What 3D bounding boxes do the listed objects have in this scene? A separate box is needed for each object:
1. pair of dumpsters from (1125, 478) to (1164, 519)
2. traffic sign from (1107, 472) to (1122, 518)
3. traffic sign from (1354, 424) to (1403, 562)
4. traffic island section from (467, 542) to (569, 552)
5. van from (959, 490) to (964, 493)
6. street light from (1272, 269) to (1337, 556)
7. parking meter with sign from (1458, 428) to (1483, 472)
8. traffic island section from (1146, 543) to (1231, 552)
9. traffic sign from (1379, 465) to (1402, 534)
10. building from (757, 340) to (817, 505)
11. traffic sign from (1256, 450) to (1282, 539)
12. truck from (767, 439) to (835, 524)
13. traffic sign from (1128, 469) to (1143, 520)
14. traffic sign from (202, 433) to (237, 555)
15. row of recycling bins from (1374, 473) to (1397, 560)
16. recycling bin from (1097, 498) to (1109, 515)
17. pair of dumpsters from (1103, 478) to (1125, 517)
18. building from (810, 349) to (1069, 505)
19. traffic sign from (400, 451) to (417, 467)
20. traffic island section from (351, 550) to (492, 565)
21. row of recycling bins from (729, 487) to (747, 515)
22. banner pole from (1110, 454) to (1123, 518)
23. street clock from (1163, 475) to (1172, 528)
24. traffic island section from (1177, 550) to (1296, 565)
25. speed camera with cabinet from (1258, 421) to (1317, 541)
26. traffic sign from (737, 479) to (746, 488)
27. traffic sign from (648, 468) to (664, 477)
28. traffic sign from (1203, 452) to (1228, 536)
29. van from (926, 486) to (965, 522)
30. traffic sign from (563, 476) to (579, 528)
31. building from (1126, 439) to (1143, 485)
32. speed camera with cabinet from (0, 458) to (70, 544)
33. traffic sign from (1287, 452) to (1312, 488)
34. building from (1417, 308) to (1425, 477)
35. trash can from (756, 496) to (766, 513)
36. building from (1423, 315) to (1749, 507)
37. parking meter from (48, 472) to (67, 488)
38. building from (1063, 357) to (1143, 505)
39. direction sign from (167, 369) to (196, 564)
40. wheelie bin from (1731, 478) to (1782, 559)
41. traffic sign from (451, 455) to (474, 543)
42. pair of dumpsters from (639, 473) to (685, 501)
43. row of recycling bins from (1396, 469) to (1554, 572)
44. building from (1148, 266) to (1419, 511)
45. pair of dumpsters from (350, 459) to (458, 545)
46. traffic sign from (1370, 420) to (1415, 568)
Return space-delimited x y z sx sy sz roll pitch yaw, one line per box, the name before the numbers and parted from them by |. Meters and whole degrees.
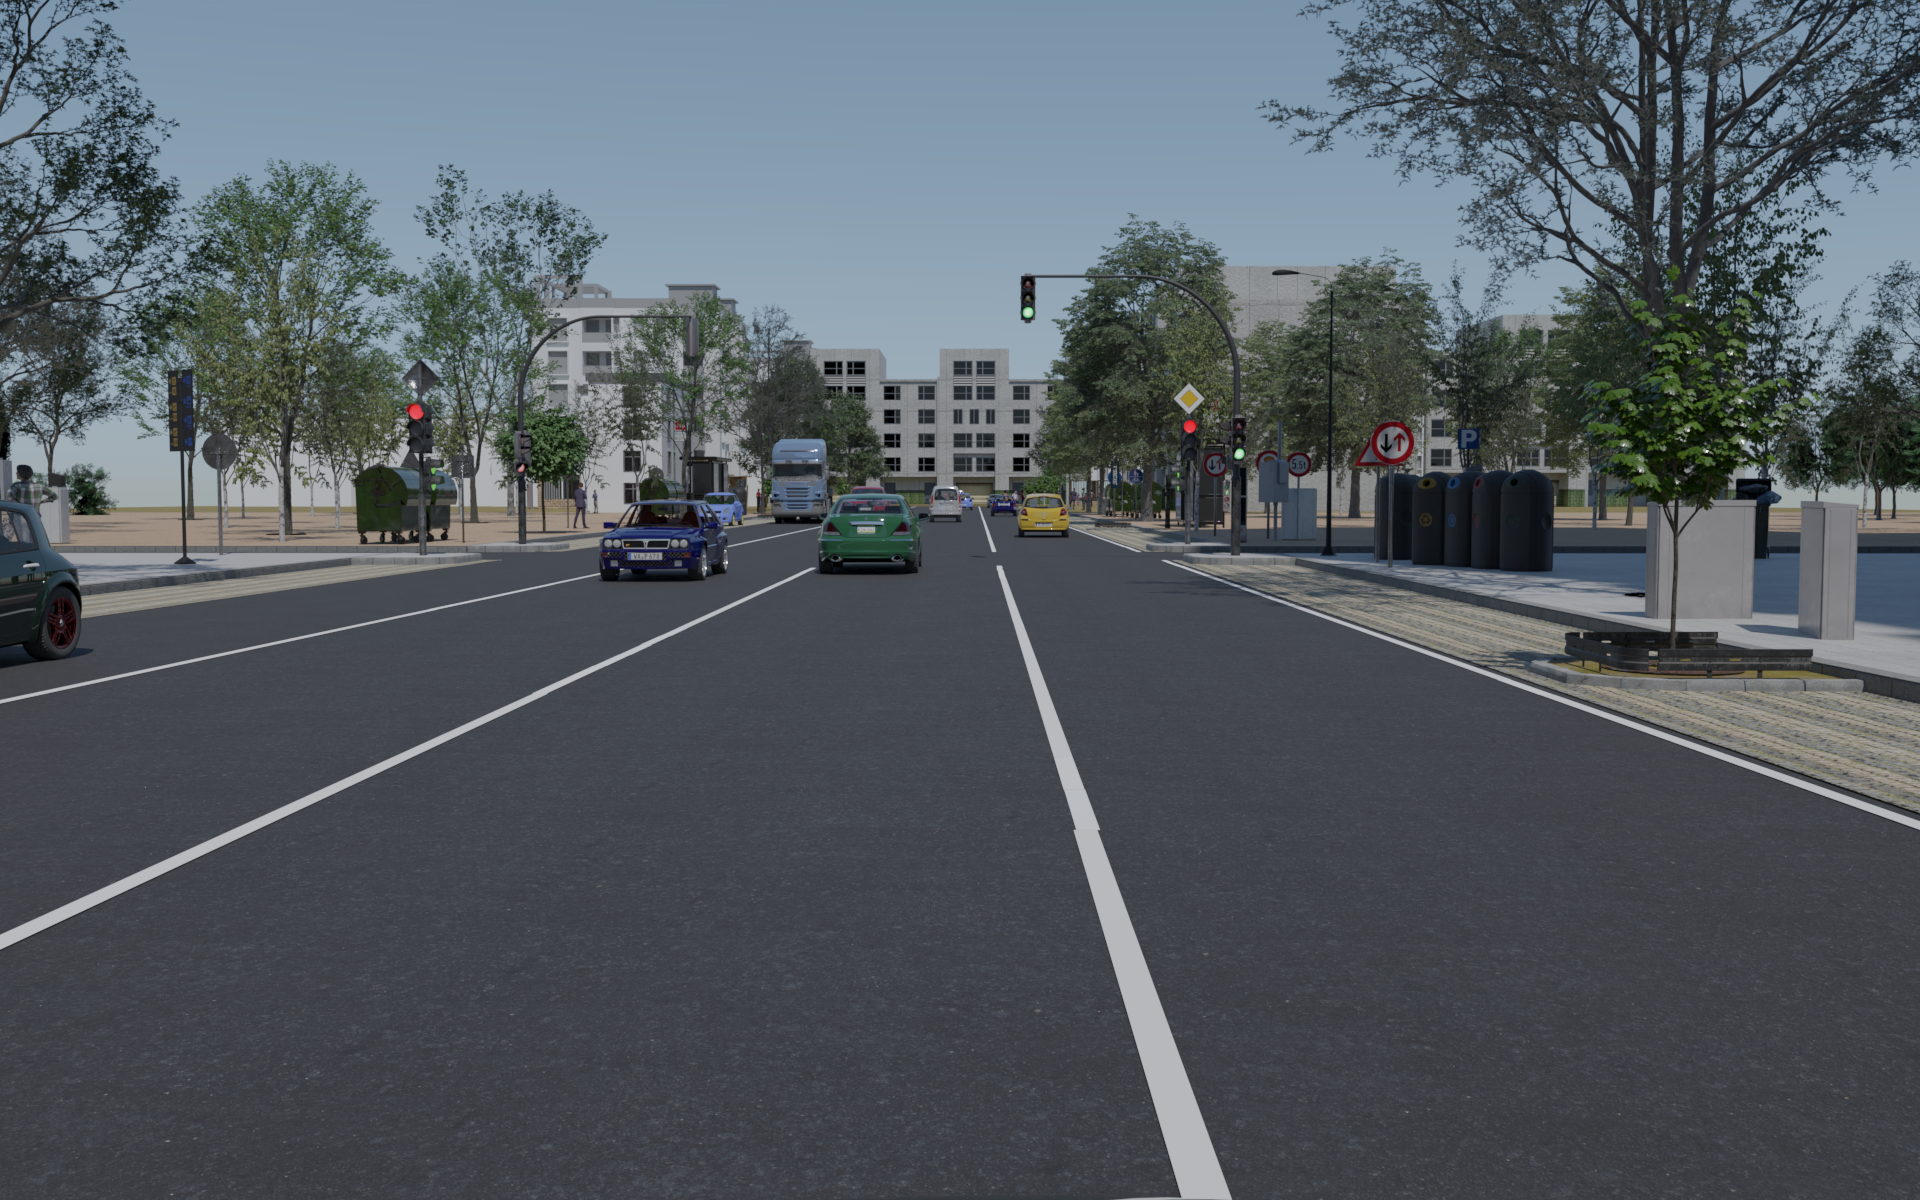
pair of dumpsters | 9.898 -5.481 92.110 1.574 2.255 4.437 0 4 1
traffic sign | 8.307 -5.690 93.133 0.768 2.556 0.104 0 4 2
traffic sign | 7.823 -1.983 32.419 0.884 2.594 0.081 0 4 8
traffic island section | -11.184 -1.342 44.222 2.009 0.180 2.903 0 4 0
van | -0.287 -10.826 184.018 2.013 2.044 4.112 0 4 -1
street light | 7.143 -3.878 35.948 1.470 5.913 1.316 0 4 0
parking meter with sign | 13.370 -2.998 45.286 0.543 3.016 1.738 1 4 10
traffic island section | 5.817 -1.333 44.072 2.009 0.180 2.903 0 4 0
traffic sign | 8.027 -2.032 33.229 0.884 2.594 0.081 0 4 4
building | -23.844 -22.161 218.758 11.380 20.091 16.016 0 4 0
traffic sign | 8.878 -3.041 49.832 0.768 2.556 0.104 0 4 4
truck | -7.778 -6.170 90.646 2.967 4.110 18.799 0 4 0
traffic sign | 8.849 -5.319 87.070 0.768 2.556 0.104 0 4 5
traffic sign | -15.512 -2.213 36.282 0.768 2.556 0.104 0 4 6
row of recycling bins | 8.981 -1.720 35.238 1.069 1.692 3.534 1 4 19
recycling bin | 8.920 -5.791 107.237 0.722 1.027 0.722 1 4 14
pair of dumpsters | 9.081 -5.887 98.745 1.574 2.255 4.437 0 4 0
building | -2.408 -21.566 219.054 31.486 18.905 16.747 0 4 0
traffic sign | -15.461 -2.983 48.783 0.884 2.594 0.081 0 4 5
traffic island section | -11.252 -0.854 36.237 2.009 0.180 2.903 0 4 0
row of recycling bins | -13.839 -6.015 105.458 1.069 1.692 3.534 -2 4 -26
banner pole | 8.335 -6.199 91.365 0.863 3.779 0.401 0 4 2
street clock | 7.797 -3.696 65.002 0.358 2.002 0.471 0 4 1
traffic island section | 5.749 -0.844 36.087 2.009 0.180 2.903 0 4 0
speed camera with cabinet | 9.055 -3.269 47.783 2.038 3.252 0.660 -3 5 -44
traffic sign | -14.919 -7.101 118.235 0.606 2.300 0.079 0 4 1
traffic sign | -14.515 -5.053 82.727 0.768 2.556 0.104 1 4 8
traffic sign | 7.769 -3.215 52.679 0.768 2.556 0.104 0 4 1
van | -0.755 -5.020 89.080 2.013 2.044 4.112 0 4 -1
traffic sign | -14.799 -3.996 65.340 0.884 2.594 0.081 0 4 6
building | 22.226 -14.156 173.596 9.099 9.664 28.070 0 4 0
speed camera with cabinet | -23.995 -3.058 44.337 2.038 3.252 0.660 0 4 -5
traffic sign | 10.155 -3.172 51.972 0.768 2.556 0.104 0 4 6
building | 40.453 -19.723 178.897 11.380 20.091 16.016 0 4 0
trash can | -13.552 -6.509 118.080 0.748 1.137 0.748 0 3 0
building | 61.888 -19.126 179.162 31.486 18.905 16.747 0 4 0
parking meter | -24.193 -2.493 46.471 0.399 1.863 0.255 0 4 0
building | 19.020 -22.138 218.368 11.380 20.091 16.016 0 4 0
direction sign | -14.214 -2.426 31.662 0.876 3.537 0.379 3 5 39
wheelie bin | 15.844 -1.630 34.551 0.980 1.594 0.693 2 4 26
traffic sign | -13.026 -2.645 45.380 0.606 2.300 0.079 0 4 1
pair of dumpsters | -13.730 -4.699 79.330 1.574 2.255 4.437 0 4 0
row of recycling bins | 9.088 -1.412 30.193 1.069 1.692 3.534 -1 4 -17
building | 25.414 -16.911 142.944 16.747 18.905 31.486 0 4 0
pair of dumpsters | -14.689 -2.651 45.844 1.574 2.255 4.437 0 4 0
traffic sign | 7.486 -1.832 30.056 0.768 2.556 0.104 0 4 1
